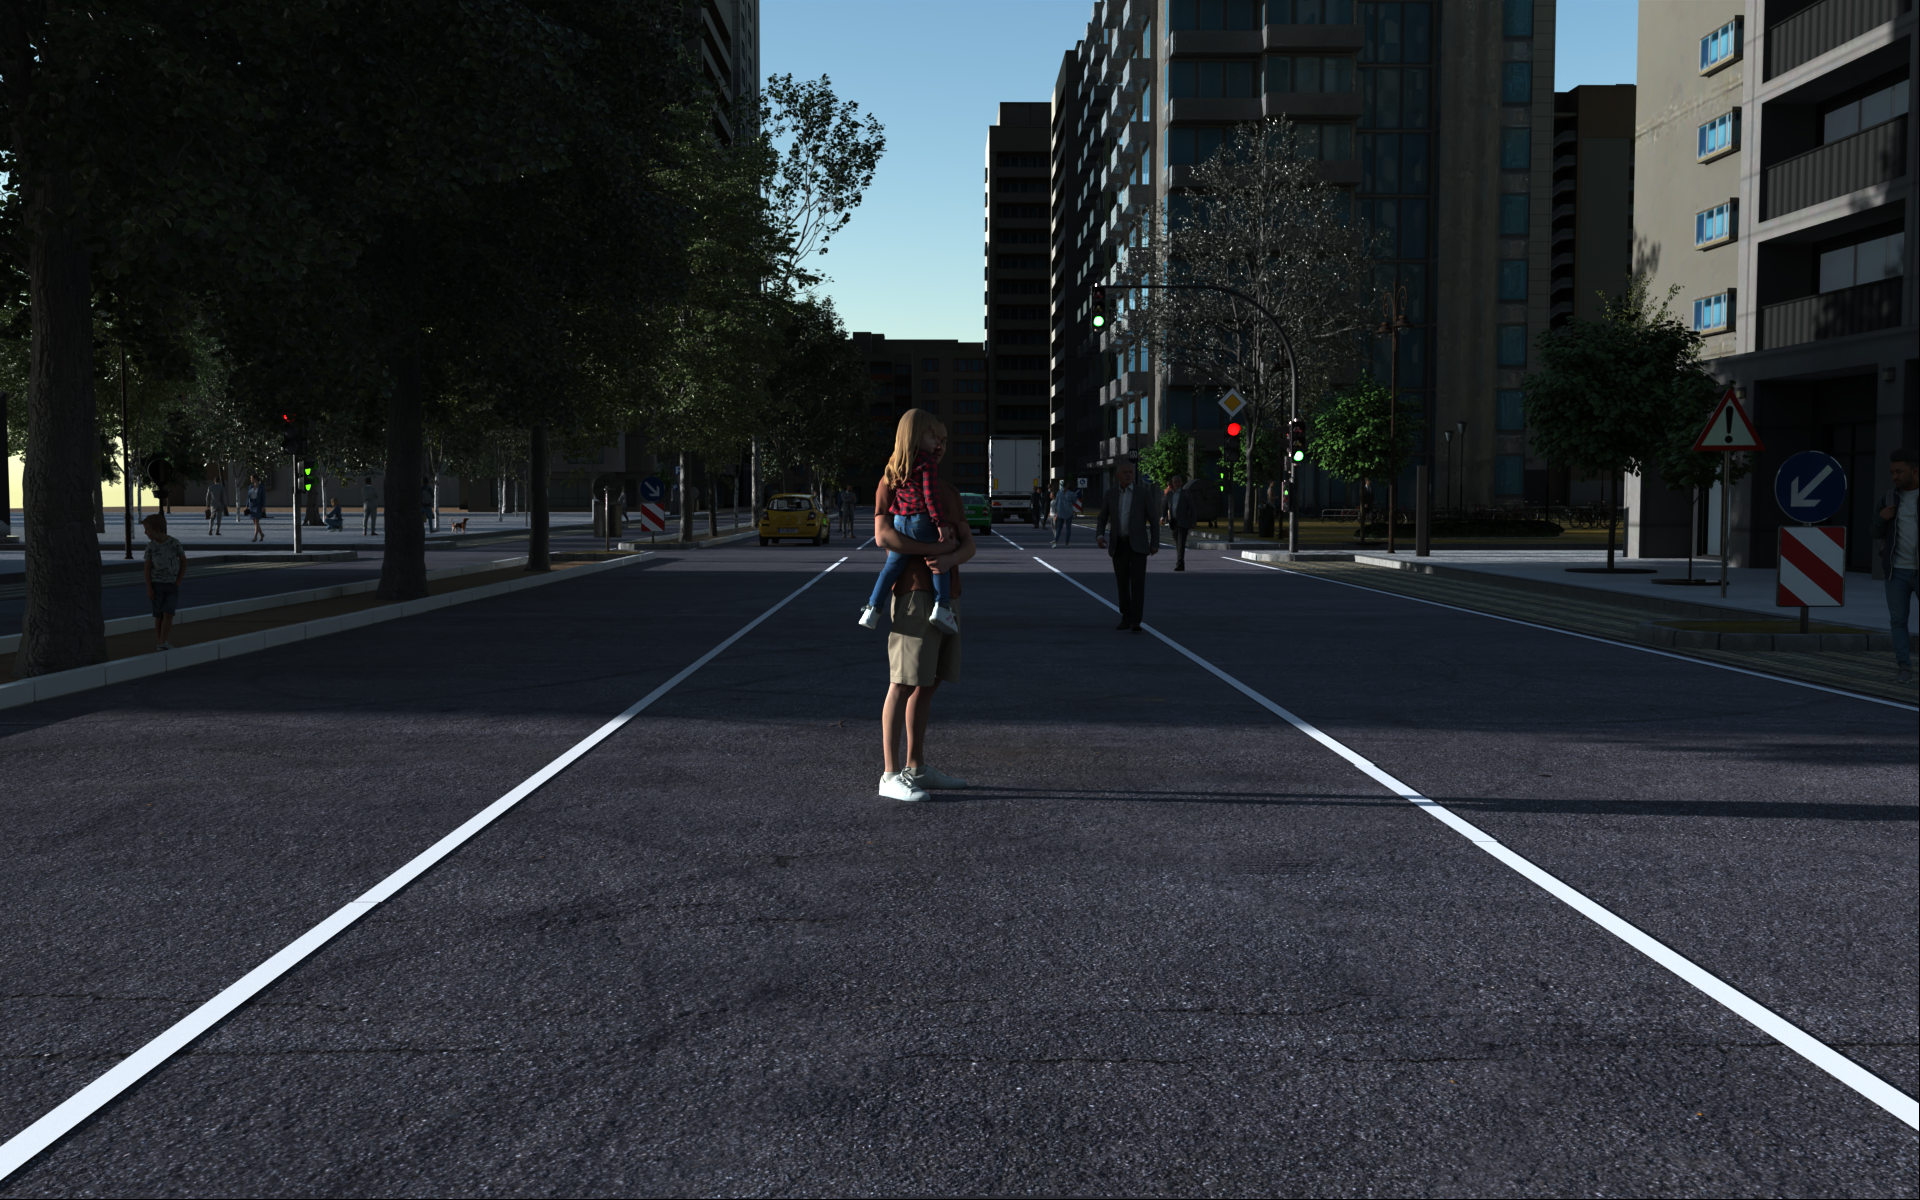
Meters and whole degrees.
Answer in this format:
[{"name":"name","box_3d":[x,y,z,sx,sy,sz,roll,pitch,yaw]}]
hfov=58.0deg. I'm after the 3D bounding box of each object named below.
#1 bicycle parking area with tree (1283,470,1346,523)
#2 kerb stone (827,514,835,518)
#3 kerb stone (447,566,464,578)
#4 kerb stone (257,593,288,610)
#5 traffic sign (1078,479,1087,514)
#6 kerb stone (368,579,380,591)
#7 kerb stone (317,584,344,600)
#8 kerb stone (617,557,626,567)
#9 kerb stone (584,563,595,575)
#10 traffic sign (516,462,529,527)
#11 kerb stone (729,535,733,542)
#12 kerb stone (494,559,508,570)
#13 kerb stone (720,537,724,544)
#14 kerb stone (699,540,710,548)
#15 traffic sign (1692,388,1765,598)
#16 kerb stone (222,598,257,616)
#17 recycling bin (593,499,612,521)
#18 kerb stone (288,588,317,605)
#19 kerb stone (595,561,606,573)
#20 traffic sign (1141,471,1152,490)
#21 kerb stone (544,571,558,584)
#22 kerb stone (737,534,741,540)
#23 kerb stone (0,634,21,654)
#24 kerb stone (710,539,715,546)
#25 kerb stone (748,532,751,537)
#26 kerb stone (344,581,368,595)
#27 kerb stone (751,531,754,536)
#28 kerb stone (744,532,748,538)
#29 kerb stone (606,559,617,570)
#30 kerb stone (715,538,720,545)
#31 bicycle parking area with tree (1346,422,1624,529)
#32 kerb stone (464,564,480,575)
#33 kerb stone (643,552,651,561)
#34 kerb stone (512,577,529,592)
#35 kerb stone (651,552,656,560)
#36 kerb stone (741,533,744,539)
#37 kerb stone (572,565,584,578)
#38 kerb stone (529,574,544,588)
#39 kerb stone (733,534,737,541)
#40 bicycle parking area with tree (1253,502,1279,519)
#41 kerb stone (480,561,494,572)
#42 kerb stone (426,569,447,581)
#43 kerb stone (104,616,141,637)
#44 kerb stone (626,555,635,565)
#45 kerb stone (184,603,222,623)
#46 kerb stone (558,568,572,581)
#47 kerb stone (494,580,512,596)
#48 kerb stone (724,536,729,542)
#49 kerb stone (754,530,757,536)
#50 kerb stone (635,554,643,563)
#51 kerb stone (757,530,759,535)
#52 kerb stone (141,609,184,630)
[{"name":"bicycle parking area with tree","box_3d":[20.578,-5.469,76.422,8.231,4.147,9.016,-3,4,-36]},{"name":"kerb stone","box_3d":[-7.778,-5.015,104.196,0.120,0.150,1.000,0,4,-1]},{"name":"kerb stone","box_3d":[-8.793,-0.468,29.858,0.120,0.150,1.000,0,4,-1]},{"name":"kerb stone","box_3d":[-8.670,0.038,21.623,0.120,0.150,1.000,0,4,-1]},{"name":"traffic sign","box_3d":[7.923,-6.722,112.035,0.606,2.300,0.079,0,4,7]},{"name":"kerb stone","box_3d":[-8.725,-0.217,25.745,0.120,0.150,1.000,0,4,-1]},{"name":"kerb stone","box_3d":[-8.697,-0.089,23.685,0.120,0.150,1.000,0,4,-1]},{"name":"kerb stone","box_3d":[-6.753,-0.717,33.948,0.120,0.150,1.000,0,4,-1]},{"name":"kerb stone","box_3d":[-6.709,-0.531,30.871,0.120,0.150,1.000,0,4,-1]},{"name":"traffic sign","box_3d":[-17.027,-4.150,67.951,0.768,2.556,0.104,0,4,1]},{"name":"kerb stone","box_3d":[-7.010,-1.809,51.924,0.120,0.150,1.000,0,4,-1]},{"name":"kerb stone","box_3d":[-8.831,-0.657,32.939,0.120,0.150,1.000,0,4,-1]},{"name":"kerb stone","box_3d":[-6.977,-1.693,49.874,0.120,0.150,1.000,0,4,-1]},{"name":"kerb stone","box_3d":[-6.941,-1.505,46.805,0.120,0.150,1.000,0,4,-1]},{"name":"traffic sign","box_3d":[9.468,-1.309,21.402,0.884,2.594,0.081,0,4,2]},{"name":"kerb stone","box_3d":[-8.650,0.098,20.601,0.120,0.150,1.000,0,4,-1]},{"name":"recycling bin","box_3d":[-17.125,-4.303,82.902,0.722,1.027,0.722,1,4,9]},{"name":"kerb stone","box_3d":[-8.683,-0.027,22.645,0.120,0.150,1.000,0,4,-1]},{"name":"kerb stone","box_3d":[-6.716,-0.593,31.893,0.120,0.150,1.000,0,4,-1]},{"name":"traffic sign","box_3d":[9.083,-5.079,83.155,0.768,2.556,0.104,0,4,5]},{"name":"kerb stone","box_3d":[-6.652,-0.337,27.785,0.120,0.150,1.000,0,4,-1]},{"name":"kerb stone","box_3d":[-7.036,-1.943,53.974,0.120,0.150,1.000,0,4,-1]},{"name":"kerb stone","box_3d":[-8.574,0.411,15.483,0.120,0.150,1.000,0,4,-1]},{"name":"kerb stone","box_3d":[-6.948,-1.568,47.830,0.120,0.150,1.000,0,4,-1]},{"name":"kerb stone","box_3d":[-7.086,-2.131,57.063,0.120,0.150,1.000,0,4,-1]},{"name":"kerb stone","box_3d":[-8.707,-0.154,24.714,0.120,0.150,1.000,0,4,-1]},{"name":"kerb stone","box_3d":[-7.099,-2.189,58.085,0.120,0.150,1.000,0,4,-1]},{"name":"kerb stone","box_3d":[-7.069,-2.070,56.032,0.120,0.150,1.000,0,4,-1]},{"name":"kerb stone","box_3d":[-6.728,-0.653,32.918,0.120,0.150,1.000,0,4,-1]},{"name":"kerb stone","box_3d":[-6.971,-1.627,48.852,0.120,0.150,1.000,0,4,-1]},{"name":"bicycle parking area with tree","box_3d":[20.649,-4.851,66.317,9.016,4.147,8.231,0,4,-7]},{"name":"kerb stone","box_3d":[-8.804,-0.531,30.881,0.120,0.150,1.000,0,4,-1]},{"name":"kerb stone","box_3d":[-6.798,-0.903,37.018,0.120,0.150,1.000,0,4,-1]},{"name":"kerb stone","box_3d":[-6.623,-0.214,25.739,0.120,0.150,1.000,0,4,-1]},{"name":"kerb stone","box_3d":[-6.813,-0.969,38.040,0.120,0.150,1.000,0,4,-1]},{"name":"kerb stone","box_3d":[-7.051,-2.005,55.002,0.120,0.150,1.000,0,4,-1]},{"name":"kerb stone","box_3d":[-6.686,-0.467,29.839,0.120,0.150,1.000,0,4,-1]},{"name":"kerb stone","box_3d":[-6.636,-0.279,26.763,0.120,0.150,1.000,0,4,-1]},{"name":"kerb stone","box_3d":[-7.026,-1.881,52.946,0.120,0.150,1.000,0,4,-1]},{"name":"bicycle parking area with tree","box_3d":[19.774,-6.097,86.682,9.016,4.147,8.231,0,4,-6]},{"name":"kerb stone","box_3d":[-8.819,-0.592,31.910,0.120,0.150,1.000,0,4,-1]},{"name":"kerb stone","box_3d":[-8.776,-0.406,28.832,0.120,0.150,1.000,0,4,-1]},{"name":"kerb stone","box_3d":[-8.603,0.285,17.530,0.120,0.150,1.000,0,4,-1]},{"name":"kerb stone","box_3d":[-6.759,-0.781,34.970,0.120,0.150,1.000,0,4,-1]},{"name":"kerb stone","box_3d":[-8.636,0.161,19.579,0.120,0.150,1.000,0,4,-1]},{"name":"kerb stone","box_3d":[-6.671,-0.405,28.817,0.120,0.150,1.000,0,4,-1]},{"name":"kerb stone","box_3d":[-6.613,-0.154,24.715,0.120,0.150,1.000,0,4,-1]},{"name":"kerb stone","box_3d":[-6.997,-1.755,50.901,0.120,0.150,1.000,0,4,-1]},{"name":"kerb stone","box_3d":[-7.114,-2.251,59.107,0.120,0.150,1.000,0,4,-1]},{"name":"kerb stone","box_3d":[-6.791,-0.844,35.996,0.120,0.150,1.000,0,4,-1]},{"name":"kerb stone","box_3d":[-7.134,-2.320,60.129,0.120,0.150,1.000,0,4,-1]},{"name":"kerb stone","box_3d":[-8.626,0.227,18.557,0.120,0.150,1.000,0,4,-1]}]
